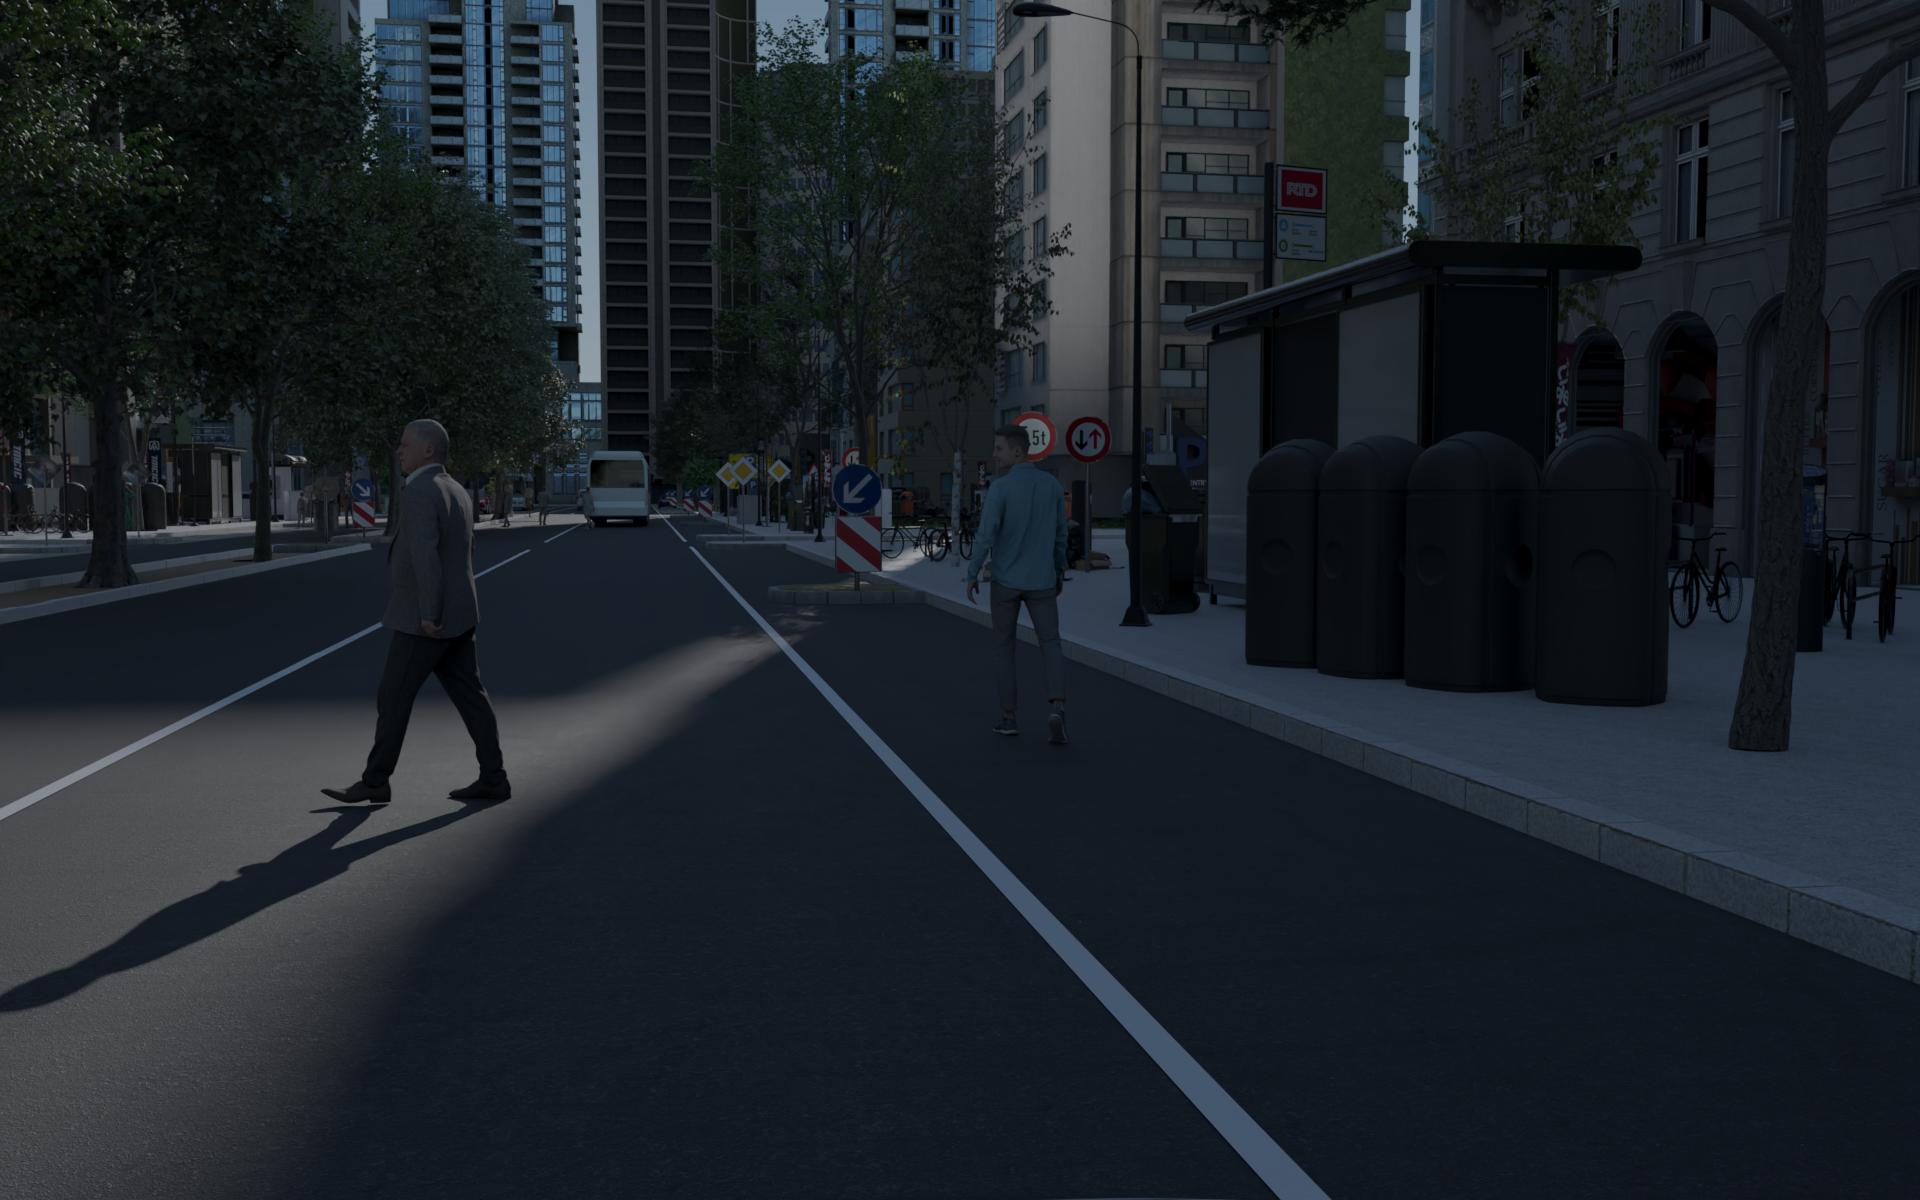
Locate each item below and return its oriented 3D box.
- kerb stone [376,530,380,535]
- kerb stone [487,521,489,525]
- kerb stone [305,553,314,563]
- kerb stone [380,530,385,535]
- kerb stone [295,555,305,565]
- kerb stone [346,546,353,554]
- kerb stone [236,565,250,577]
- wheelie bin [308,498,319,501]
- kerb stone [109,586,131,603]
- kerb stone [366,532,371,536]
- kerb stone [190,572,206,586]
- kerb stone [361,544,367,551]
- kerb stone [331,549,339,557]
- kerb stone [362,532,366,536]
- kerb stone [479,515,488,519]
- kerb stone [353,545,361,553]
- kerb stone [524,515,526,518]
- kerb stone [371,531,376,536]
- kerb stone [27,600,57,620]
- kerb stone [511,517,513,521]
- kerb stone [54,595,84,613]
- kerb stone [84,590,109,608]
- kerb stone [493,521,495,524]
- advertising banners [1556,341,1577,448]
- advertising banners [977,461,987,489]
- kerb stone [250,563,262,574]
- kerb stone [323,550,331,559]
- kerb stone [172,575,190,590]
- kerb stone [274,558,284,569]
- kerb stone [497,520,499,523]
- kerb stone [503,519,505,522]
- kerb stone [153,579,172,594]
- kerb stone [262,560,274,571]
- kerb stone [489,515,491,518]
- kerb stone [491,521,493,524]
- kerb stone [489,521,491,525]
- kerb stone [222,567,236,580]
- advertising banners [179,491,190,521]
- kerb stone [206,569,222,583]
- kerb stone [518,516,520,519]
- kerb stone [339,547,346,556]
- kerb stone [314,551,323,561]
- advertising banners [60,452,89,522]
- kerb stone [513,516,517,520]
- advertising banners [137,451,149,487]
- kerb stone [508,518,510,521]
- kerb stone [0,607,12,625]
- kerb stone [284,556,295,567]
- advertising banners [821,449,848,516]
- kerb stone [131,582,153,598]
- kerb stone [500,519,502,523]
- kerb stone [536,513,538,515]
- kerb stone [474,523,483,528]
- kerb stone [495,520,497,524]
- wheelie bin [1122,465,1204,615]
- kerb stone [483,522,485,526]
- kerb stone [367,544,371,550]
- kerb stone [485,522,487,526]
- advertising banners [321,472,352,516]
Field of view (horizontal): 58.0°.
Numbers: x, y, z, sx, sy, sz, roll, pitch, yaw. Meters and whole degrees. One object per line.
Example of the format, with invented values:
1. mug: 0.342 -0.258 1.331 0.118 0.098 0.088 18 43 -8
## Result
1. kerb stone: -20.192 -2.290 59.645 0.120 0.150 1.000 -1 4 -10
2. kerb stone: -21.467 -3.425 78.196 0.120 0.150 1.000 -1 4 -10
3. kerb stone: -13.760 -0.864 36.325 0.120 0.150 1.000 -1 4 -10
4. kerb stone: -20.370 -2.351 60.658 0.120 0.150 1.000 -1 4 -10
5. kerb stone: -13.578 -0.801 35.319 0.120 0.150 1.000 -1 4 -10
6. kerb stone: -14.691 -1.169 41.354 0.120 0.150 1.000 -1 4 -10
7. kerb stone: -12.645 -0.495 30.285 0.120 0.150 1.000 -1 4 -10
8. wheelie bin: -35.008 -5.253 93.789 0.980 1.594 0.693 -1 4 -21
9. kerb stone: -11.348 -0.059 23.209 0.120 0.150 1.000 -1 4 -10
10. kerb stone: -19.823 -2.164 57.634 0.120 0.150 1.000 -1 4 -10
11. kerb stone: -12.093 -0.305 27.247 0.120 0.150 1.000 -1 4 -10
12. kerb stone: -15.056 -1.294 43.365 0.120 0.150 1.000 -1 4 -10
13. kerb stone: -14.322 -1.049 39.343 0.120 0.150 1.000 -1 4 -10
14. kerb stone: -19.637 -2.105 56.620 0.120 0.150 1.000 -1 4 -10
15. kerb stone: -27.797 -4.815 100.978 0.120 0.150 1.000 -1 4 -10
16. kerb stone: -14.869 -1.233 42.361 0.120 0.150 1.000 -1 4 -10
17. kerb stone: -25.931 -4.905 102.397 0.120 0.150 1.000 -1 4 -10
18. kerb stone: -20.006 -2.229 58.639 0.120 0.150 1.000 -1 4 -10
19. kerb stone: -10.787 0.134 20.191 0.120 0.150 1.000 -1 4 -10
20. kerb stone: -24.065 -4.289 92.313 0.120 0.150 1.000 -1 4 -10
21. kerb stone: -10.978 0.061 21.194 0.120 0.150 1.000 -1 4 -10
22. kerb stone: -11.158 0.002 22.200 0.120 0.150 1.000 -1 4 -10
23. kerb stone: -22.034 -3.610 81.213 0.120 0.150 1.000 -1 4 -10
24. advertising banners: 6.350 -1.425 19.480 2.074 3.025 0.090 -3 5 -40
25. advertising banners: 1.901 -5.788 90.819 2.074 3.025 0.090 0 4 -1
26. kerb stone: -12.831 -0.555 31.290 0.120 0.150 1.000 -1 4 -10
27. kerb stone: -14.126 -0.987 38.336 0.120 0.150 1.000 -1 4 -10
28. kerb stone: -11.902 -0.248 26.243 0.120 0.150 1.000 -1 4 -10
29. kerb stone: -13.209 -0.678 33.308 0.120 0.150 1.000 -1 4 -10
30. kerb stone: -22.395 -3.733 83.225 0.120 0.150 1.000 -1 4 -10
31. kerb stone: -23.130 -3.977 87.255 0.120 0.150 1.000 -1 4 -10
32. kerb stone: -11.710 -0.181 25.233 0.120 0.150 1.000 -1 4 -10
33. kerb stone: -13.019 -0.607 32.304 0.120 0.150 1.000 -1 4 -10
34. kerb stone: -28.169 -4.940 102.988 0.120 0.150 1.000 -1 4 -10
35. kerb stone: -21.842 -3.548 80.208 0.120 0.150 1.000 -1 4 -10
36. kerb stone: -21.660 -3.487 79.202 0.120 0.150 1.000 -1 4 -10
37. kerb stone: -12.464 -0.433 29.279 0.120 0.150 1.000 -1 4 -10
38. advertising banners: -35.972 -5.257 82.136 2.074 3.025 0.090 -1 4 -17
39. kerb stone: -12.273 -0.371 28.255 0.120 0.150 1.000 -1 4 -10
40. kerb stone: -24.998 -4.597 97.353 0.120 0.150 1.000 -1 4 -10
41. kerb stone: -14.505 -1.108 40.349 0.120 0.150 1.000 -1 4 -10
42. kerb stone: -13.945 -0.923 37.330 0.120 0.150 1.000 -1 4 -10
43. advertising banners: -37.361 -4.736 73.622 0.090 3.025 2.074 1 4 19
44. kerb stone: -24.625 -4.472 95.329 0.120 0.150 1.000 -1 4 -10
45. advertising banners: -34.217 -4.570 70.900 2.074 3.025 0.090 -1 4 -18
46. kerb stone: -23.700 -4.160 90.282 0.120 0.150 1.000 -1 4 -10
47. kerb stone: -10.602 0.184 19.185 0.120 0.150 1.000 -1 4 -10
48. kerb stone: -13.396 -0.741 34.312 0.120 0.150 1.000 -1 4 -10
49. advertising banners: -4.574 -4.397 68.074 2.074 3.025 0.090 -3 4 -36
50. kerb stone: -11.533 -0.124 24.225 0.120 0.150 1.000 -1 4 -10
51. kerb stone: -22.773 -3.856 85.238 0.120 0.150 1.000 -1 4 -10
52. kerb stone: -28.154 -5.644 114.501 0.120 0.150 1.000 -1 4 -10
53. kerb stone: -20.911 -3.228 75.175 0.120 0.150 1.000 -1 4 -10
54. kerb stone: -22.212 -3.666 82.220 0.120 0.150 1.000 -1 4 -10
55. wheelie bin: 2.152 -0.658 18.674 0.693 1.594 0.980 3 5 45
56. kerb stone: -21.103 -3.295 76.180 0.120 0.150 1.000 -1 4 -10
57. kerb stone: -15.241 -1.356 44.373 0.120 0.150 1.000 -1 4 -10
58. kerb stone: -21.289 -3.363 77.185 0.120 0.150 1.000 -1 4 -10
59. advertising banners: -36.559 -6.429 101.297 2.074 3.025 0.090 -1 4 -9
